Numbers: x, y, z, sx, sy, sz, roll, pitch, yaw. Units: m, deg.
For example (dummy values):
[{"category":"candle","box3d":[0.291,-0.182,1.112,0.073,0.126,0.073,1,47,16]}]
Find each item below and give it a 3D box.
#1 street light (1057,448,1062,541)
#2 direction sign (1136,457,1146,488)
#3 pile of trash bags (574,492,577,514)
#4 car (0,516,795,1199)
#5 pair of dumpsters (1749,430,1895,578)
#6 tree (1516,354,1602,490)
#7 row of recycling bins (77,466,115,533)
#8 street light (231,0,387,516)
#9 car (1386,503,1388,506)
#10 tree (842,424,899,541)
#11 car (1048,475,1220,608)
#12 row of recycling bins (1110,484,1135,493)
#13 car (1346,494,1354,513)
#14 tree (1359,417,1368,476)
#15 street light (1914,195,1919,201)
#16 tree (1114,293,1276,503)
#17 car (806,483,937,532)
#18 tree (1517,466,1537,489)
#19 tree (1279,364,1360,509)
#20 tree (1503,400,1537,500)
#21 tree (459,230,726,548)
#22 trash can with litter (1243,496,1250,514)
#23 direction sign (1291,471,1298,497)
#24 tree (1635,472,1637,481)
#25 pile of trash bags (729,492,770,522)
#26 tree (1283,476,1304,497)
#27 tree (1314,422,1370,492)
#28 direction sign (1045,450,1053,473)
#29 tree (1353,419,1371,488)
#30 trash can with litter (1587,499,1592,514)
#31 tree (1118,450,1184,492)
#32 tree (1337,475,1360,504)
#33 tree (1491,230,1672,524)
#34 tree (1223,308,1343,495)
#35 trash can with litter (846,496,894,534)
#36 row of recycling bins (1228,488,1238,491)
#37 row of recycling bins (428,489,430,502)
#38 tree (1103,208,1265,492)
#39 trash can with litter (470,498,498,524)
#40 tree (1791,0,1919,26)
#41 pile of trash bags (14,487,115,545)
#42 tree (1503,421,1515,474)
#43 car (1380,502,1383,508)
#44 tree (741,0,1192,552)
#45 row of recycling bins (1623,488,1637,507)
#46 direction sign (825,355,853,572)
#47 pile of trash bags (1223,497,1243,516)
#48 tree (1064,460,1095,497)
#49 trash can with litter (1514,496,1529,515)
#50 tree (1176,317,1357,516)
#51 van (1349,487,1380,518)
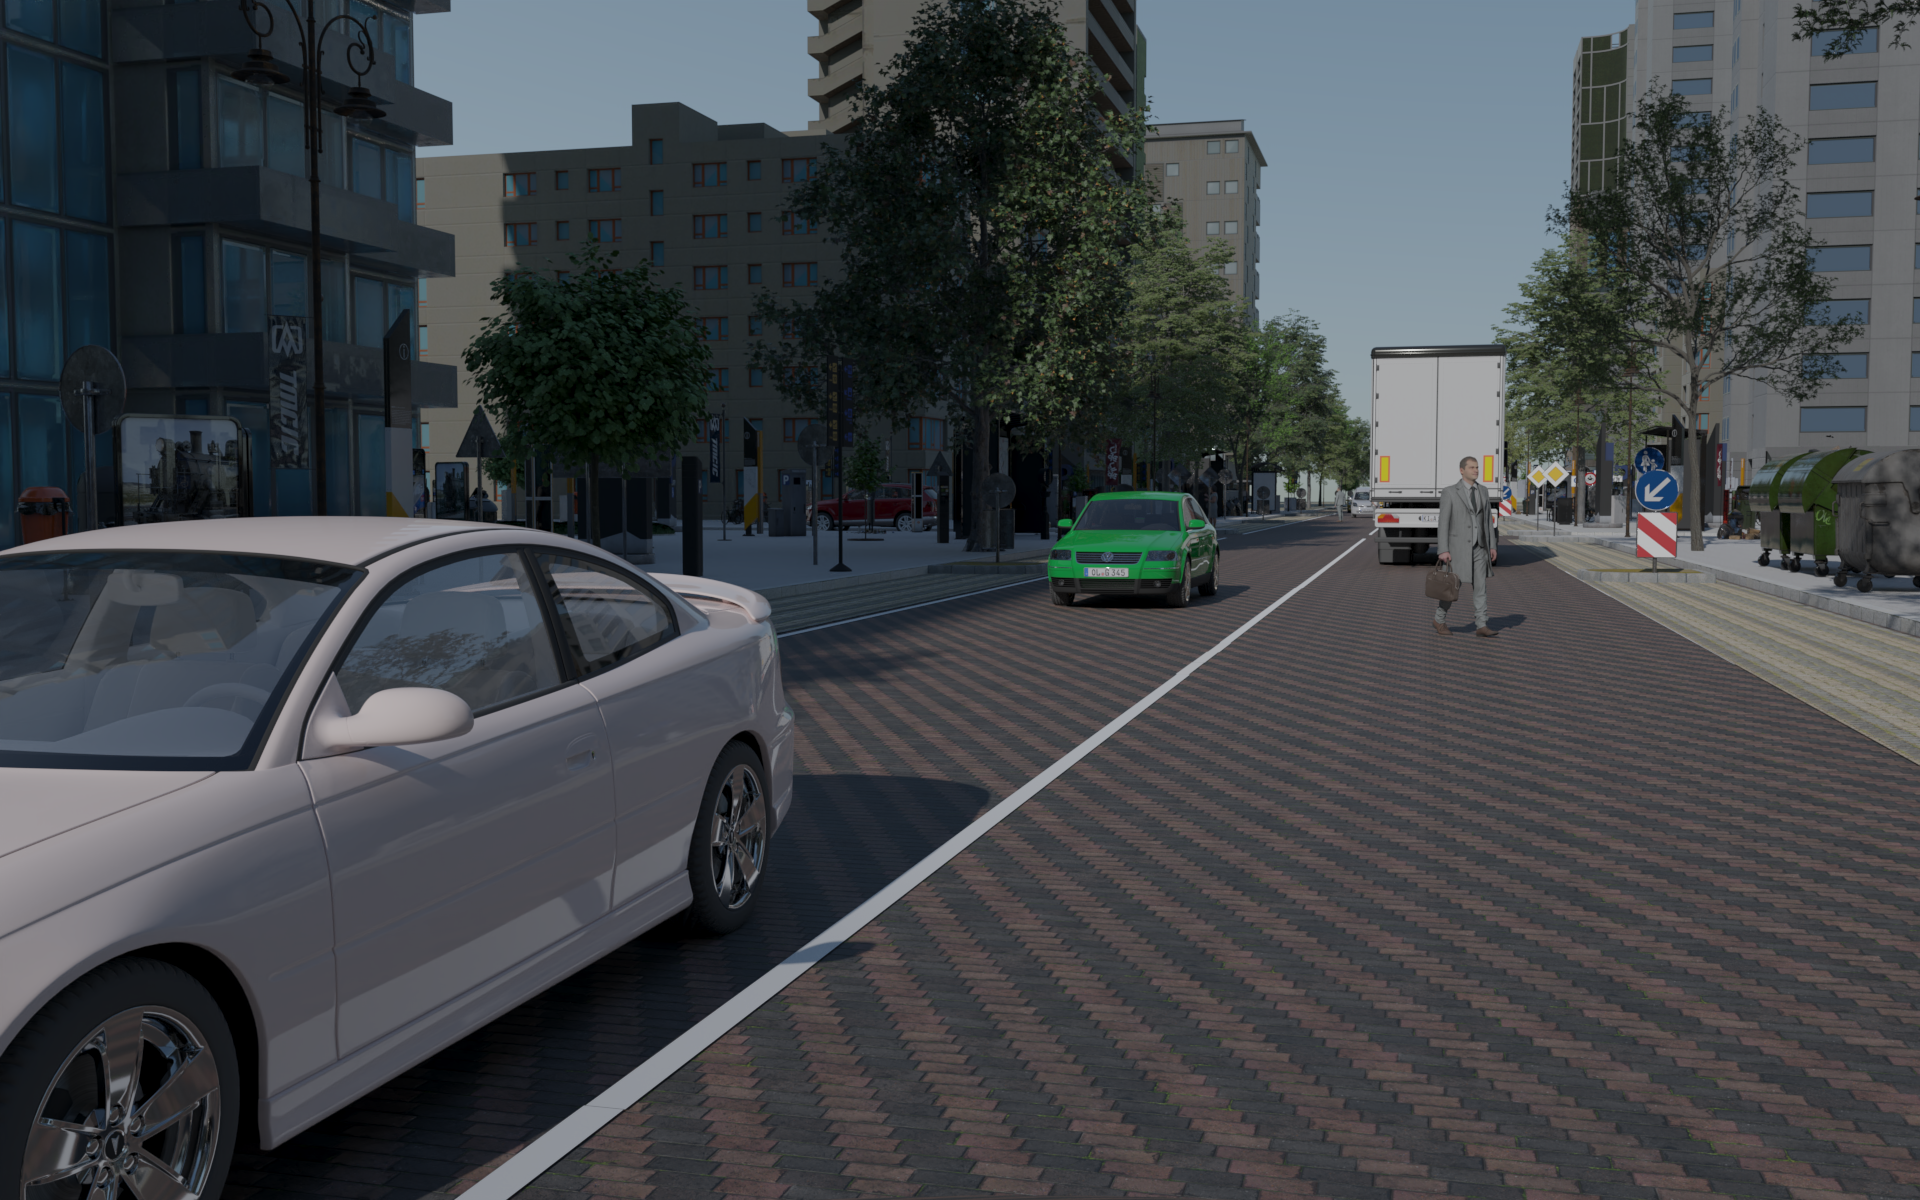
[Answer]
[{"category":"street light","box3d":[2.701,-4.527,46.809,0.468,5.910,1.993,1,4,15]},{"category":"direction sign","box3d":[11.044,-6.946,105.566,0.379,3.537,0.876,-2,4,-34]},{"category":"pile of trash bags","box3d":[-25.892,-6.751,120.137,1.912,1.369,3.447,2,4,33]},{"category":"car","box3d":[-1.942,0.475,4.602,2.083,1.381,4.827,1,4,15]},{"category":"pair of dumpsters","box3d":[14.184,-1.586,28.426,1.574,2.255,4.437,1,4,15]},{"category":"tree","box3d":[30.318,-8.385,87.465,4.360,8.622,3.978,0,3,0]},{"category":"row of recycling bins","box3d":[-12.767,-1.203,26.787,1.069,1.692,3.534,-1,4,-13]},{"category":"street light","box3d":[-5.743,-2.611,15.479,0.468,5.910,1.993,1,4,15]},{"category":"car","box3d":[20.074,-3.980,77.434,2.083,1.381,4.827,1,4,16]},{"category":"tree","box3d":[-2.482,-3.250,47.739,1.663,3.219,1.824,0,3,0]},{"category":"car","box3d":[2.418,-0.893,23.404,1.959,1.807,4.718,1,4,16]},{"category":"row of recycling bins","box3d":[6.636,-3.874,70.445,1.069,1.692,3.534,0,4,3]},{"category":"car","box3d":[30.629,-7.503,132.900,2.015,1.641,3.980,1,4,15]},{"category":"tree","box3d":[49.368,-18.798,225.468,7.486,12.596,7.792,0,3,0]},{"category":"street light","box3d":[11.441,-2.890,20.047,0.468,5.910,1.993,1,4,15]},{"category":"tree","box3d":[10.654,-8.854,79.173,8.767,10.594,7.601,2,4,27]},{"category":"car","box3d":[-3.059,-3.263,62.024,5.304,1.827,2.281,1,4,16]},{"category":"tree","box3d":[39.396,-7.732,121.019,1.663,3.219,1.824,0,3,0]},{"category":"tree","box3d":[30.043,-14.240,150.947,7.486,12.596,7.792,0,3,0]},{"category":"tree","box3d":[42.994,-11.334,135.676,4.737,8.622,4.395,0,3,0]},{"category":"tree","box3d":[-4.599,-2.331,21.818,4.285,4.588,4.351,0,3,0]},{"category":"trash can with litter","box3d":[18.378,-6.175,112.347,0.624,1.170,1.055,2,4,29]},{"category":"direction sign","box3d":[26.288,-8.816,136.143,0.379,3.537,0.876,-1,4,-20]},{"category":"tree","box3d":[49.509,-8.156,127.957,1.663,3.219,1.824,0,3,0]},{"category":"pile of trash bags","box3d":[-9.474,-4.273,79.609,1.912,1.369,3.447,0,4,8]},{"category":"tree","box3d":[27.270,-9.064,142.798,1.663,3.219,1.824,0,3,0]},{"category":"tree","box3d":[46.273,-16.913,210.947,7.601,10.594,8.767,-2,4,-35]},{"category":"direction sign","box3d":[4.533,-5.944,89.184,0.379,3.537,0.876,-2,4,-28]},{"category":"tree","box3d":[66.822,-23.455,290.146,9.857,13.997,8.962,0,3,0]},{"category":"trash can with litter","box3d":[40.327,-6.096,111.057,1.055,1.170,0.624,2,4,27]},{"category":"tree","box3d":[13.108,-8.703,126.008,4.285,4.588,4.351,0,3,0]},{"category":"tree","box3d":[52.260,-15.258,233.176,4.285,4.588,4.351,0,3,0]},{"category":"tree","box3d":[26.515,-9.587,74.870,7.486,12.596,7.792,0,3,0]},{"category":"tree","box3d":[21.776,-13.073,120.403,9.857,13.997,8.962,0,3,0]},{"category":"trash can with litter","box3d":[-2.943,-2.773,56.398,1.678,1.210,2.233,-1,4,-12]},{"category":"row of recycling bins","box3d":[18.605,-7.020,121.889,1.069,1.692,3.534,-1,4,-17]},{"category":"row of recycling bins","box3d":[-43.178,-8.404,144.525,1.069,1.692,3.534,3,4,39]},{"category":"tree","box3d":[8.290,-9.268,69.654,7.486,12.596,7.792,0,3,0]},{"category":"trash can with litter","box3d":[-11.654,-1.940,43.114,0.624,1.170,1.055,-3,4,-39]},{"category":"tree","box3d":[9.123,-4.652,10.470,7.601,10.594,8.767,-3,5,-45]},{"category":"pile of trash bags","box3d":[-10.653,-0.761,22.201,1.912,1.369,3.447,1,4,13]},{"category":"tree","box3d":[47.445,-12.261,150.828,4.360,8.622,3.978,0,3,0]},{"category":"car","box3d":[38.019,-8.963,156.770,2.015,1.641,3.980,1,4,17]},{"category":"tree","box3d":[0.446,-7.420,38.325,9.611,12.733,9.660,0,3,0]},{"category":"row of recycling bins","box3d":[43.007,-6.362,111.135,1.069,1.692,3.534,2,4,23]},{"category":"direction sign","box3d":[-1.978,-2.240,28.619,0.379,3.537,0.876,2,4,23]},{"category":"pile of trash bags","box3d":[14.865,-5.579,100.969,1.912,1.369,3.447,-3,5,-44]},{"category":"tree","box3d":[6.709,-6.168,95.444,1.663,3.219,1.824,0,3,0]},{"category":"trash can with litter","box3d":[35.242,-5.930,108.345,1.055,1.170,0.624,0,4,1]},{"category":"tree","box3d":[16.644,-10.842,103.016,9.928,11.665,9.643,0,3,0]},{"category":"van","box3d":[24.641,-6.004,105.183,2.013,2.044,4.112,1,4,14]}]
